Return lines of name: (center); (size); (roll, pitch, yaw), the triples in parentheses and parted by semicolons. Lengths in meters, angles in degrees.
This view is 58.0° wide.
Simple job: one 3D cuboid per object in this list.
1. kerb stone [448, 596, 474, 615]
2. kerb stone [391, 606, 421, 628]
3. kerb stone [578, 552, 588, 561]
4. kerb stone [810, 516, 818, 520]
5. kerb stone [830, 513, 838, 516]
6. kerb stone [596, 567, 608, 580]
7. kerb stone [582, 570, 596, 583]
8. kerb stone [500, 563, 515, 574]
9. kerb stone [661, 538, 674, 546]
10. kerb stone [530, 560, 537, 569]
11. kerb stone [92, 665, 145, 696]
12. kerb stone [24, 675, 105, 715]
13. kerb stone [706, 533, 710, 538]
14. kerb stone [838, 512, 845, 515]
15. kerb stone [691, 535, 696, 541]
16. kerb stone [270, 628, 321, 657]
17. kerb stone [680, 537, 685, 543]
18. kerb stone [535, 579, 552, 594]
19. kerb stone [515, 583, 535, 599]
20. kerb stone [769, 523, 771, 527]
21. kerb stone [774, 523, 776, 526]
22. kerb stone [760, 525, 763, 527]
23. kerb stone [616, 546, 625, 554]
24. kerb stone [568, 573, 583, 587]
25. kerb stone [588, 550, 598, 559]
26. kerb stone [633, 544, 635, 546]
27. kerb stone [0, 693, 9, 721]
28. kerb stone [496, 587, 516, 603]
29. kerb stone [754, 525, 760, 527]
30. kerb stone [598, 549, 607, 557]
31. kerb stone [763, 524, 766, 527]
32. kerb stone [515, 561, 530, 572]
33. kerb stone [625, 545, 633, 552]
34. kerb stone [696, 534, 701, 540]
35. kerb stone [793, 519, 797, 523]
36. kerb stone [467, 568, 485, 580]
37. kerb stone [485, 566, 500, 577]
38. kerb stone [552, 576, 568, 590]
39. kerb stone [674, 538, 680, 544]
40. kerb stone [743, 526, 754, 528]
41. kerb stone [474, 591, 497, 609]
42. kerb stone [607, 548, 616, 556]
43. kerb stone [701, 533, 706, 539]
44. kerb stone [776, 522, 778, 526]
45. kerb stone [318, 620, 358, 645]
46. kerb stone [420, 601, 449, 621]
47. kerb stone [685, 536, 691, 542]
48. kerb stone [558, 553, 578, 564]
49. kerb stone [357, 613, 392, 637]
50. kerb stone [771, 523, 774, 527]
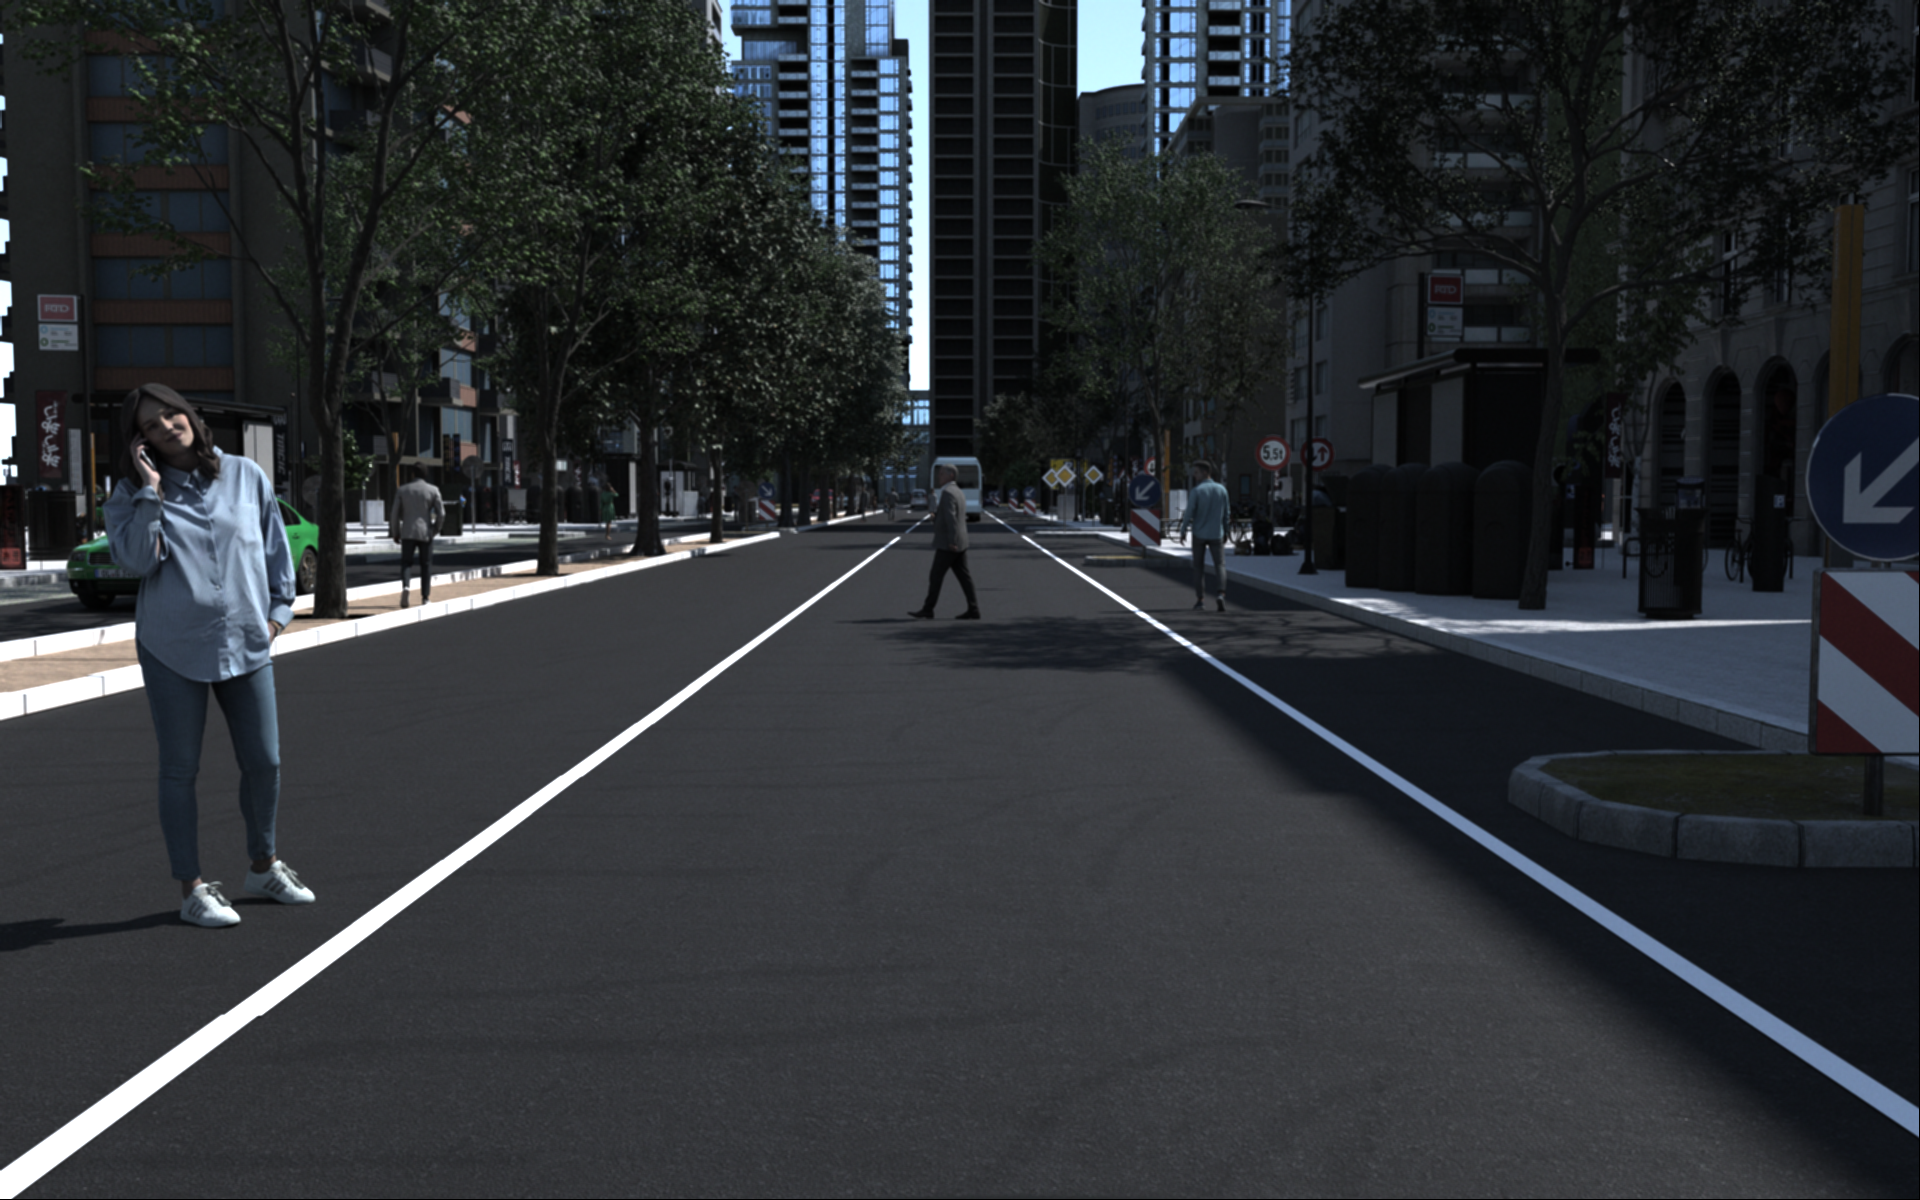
kerb stone: (-6.114, 0.076, 20.949); (0.120, 0.150, 1.000); (0, 3, 0)
kerb stone: (-6.122, 0.206, 18.902); (0.120, 0.150, 1.000); (0, 3, 0)
kerb stone: (-8.226, -0.924, 37.302); (0.120, 0.150, 1.000); (0, 3, 0)
kerb stone: (-8.279, -4.657, 98.343); (0.120, 0.150, 1.000); (0, 3, 0)
kerb stone: (-8.290, -5.598, 113.715); (0.120, 0.150, 1.000); (0, 3, 0)
kerb stone: (-6.127, -0.422, 29.153); (0.120, 0.150, 1.000); (0, 3, 0)
kerb stone: (-6.119, -0.363, 28.131); (0.120, 0.150, 1.000); (0, 3, 0)
kerb stone: (-8.228, -0.540, 31.137); (0.120, 0.150, 1.000); (0, 3, 0)
kerb stone: (-8.240, -1.613, 48.563); (0.120, 0.150, 1.000); (0, 3, 0)
kerb stone: (-8.232, -0.673, 33.193); (0.120, 0.150, 1.000); (0, 3, 0)
kerb stone: (-6.111, 0.578, 12.743); (0.120, 0.150, 1.000); (0, 3, 0)
kerb stone: (-6.110, 0.651, 11.722); (0.120, 0.150, 1.000); (0, 3, 0)
kerb stone: (-8.252, -2.053, 55.763); (0.120, 0.150, 1.000); (0, 3, 0)
kerb stone: (-8.304, -6.036, 120.883); (0.120, 0.150, 1.000); (0, 3, 0)
kerb stone: (-8.245, -1.864, 52.674); (0.120, 0.150, 1.000); (0, 3, 0)
kerb stone: (-6.110, 0.396, 15.821); (0.120, 0.150, 1.000); (0, 3, 0)
kerb stone: (-8.246, -1.738, 50.613); (0.120, 0.150, 1.000); (0, 3, 0)
kerb stone: (-6.118, -0.173, 25.054); (0.120, 0.150, 1.000); (0, 3, 0)
kerb stone: (-6.116, -0.112, 24.029); (0.120, 0.150, 1.000); (0, 3, 0)
kerb stone: (-8.263, -3.153, 73.745); (0.120, 0.150, 1.000); (0, 3, 0)
kerb stone: (-8.266, -3.278, 75.796); (0.120, 0.150, 1.000); (0, 3, 0)
kerb stone: (-8.261, -2.965, 70.670); (0.120, 0.150, 1.000); (0, 3, 0)
kerb stone: (-8.235, -1.170, 41.391); (0.120, 0.150, 1.000); (0, 3, 0)
kerb stone: (-6.115, -0.300, 27.097); (0.120, 0.150, 1.000); (0, 3, 0)
kerb stone: (-8.233, -0.983, 38.324); (0.120, 0.150, 1.000); (0, 3, 0)
kerb stone: (-8.230, -1.299, 43.436); (0.120, 0.150, 1.000); (0, 3, 0)
kerb stone: (-6.106, 0.704, 10.684); (0.120, 0.150, 1.000); (0, 3, 0)
kerb stone: (-6.118, -0.049, 23.007); (0.120, 0.150, 1.000); (0, 3, 0)
kerb stone: (-8.251, -2.902, 69.648); (0.120, 0.150, 1.000); (0, 3, 0)
kerb stone: (-8.235, -1.049, 39.346); (0.120, 0.150, 1.000); (0, 3, 0)
kerb stone: (-8.262, -3.025, 71.701); (0.120, 0.150, 1.000); (0, 3, 0)
kerb stone: (-8.225, -0.609, 32.159); (0.120, 0.150, 1.000); (0, 3, 0)
kerb stone: (-8.235, -1.237, 42.413); (0.120, 0.150, 1.000); (0, 3, 0)
kerb stone: (-8.244, -1.927, 53.698); (0.120, 0.150, 1.000); (0, 3, 0)
kerb stone: (-8.272, -4.031, 88.100); (0.120, 0.150, 1.000); (0, 3, 0)
kerb stone: (-8.223, -0.417, 29.078); (0.120, 0.150, 1.000); (0, 3, 0)
kerb stone: (-8.230, -0.481, 30.099); (0.120, 0.150, 1.000); (0, 3, 0)
kerb stone: (-6.120, -0.237, 26.076); (0.120, 0.150, 1.000); (0, 3, 0)
kerb stone: (-8.242, -1.675, 49.591); (0.120, 0.150, 1.000); (0, 3, 0)
kerb stone: (-8.253, -2.777, 67.598); (0.120, 0.150, 1.000); (0, 3, 0)
kerb stone: (-6.109, 0.019, 21.984); (0.120, 0.150, 1.000); (0, 3, 0)
kerb stone: (-8.235, -1.112, 40.369); (0.120, 0.150, 1.000); (0, 3, 0)
kerb stone: (-8.251, -1.986, 54.728); (0.120, 0.150, 1.000); (0, 3, 0)
kerb stone: (-8.256, -3.341, 76.818); (0.120, 0.150, 1.000); (0, 3, 0)
kerb stone: (-6.113, 0.327, 16.848); (0.120, 0.150, 1.000); (0, 3, 0)
kerb stone: (-6.118, 0.139, 19.923); (0.120, 0.150, 1.000); (0, 3, 0)
kerb stone: (-8.245, -1.796, 51.639); (0.120, 0.150, 1.000); (0, 3, 0)
kerb stone: (-8.230, -0.854, 36.276); (0.120, 0.150, 1.000); (0, 3, 0)
kerb stone: (-6.110, 0.264, 17.871); (0.120, 0.150, 1.000); (0, 3, 0)
kerb stone: (-8.254, -3.215, 74.774); (0.120, 0.150, 1.000); (0, 3, 0)
